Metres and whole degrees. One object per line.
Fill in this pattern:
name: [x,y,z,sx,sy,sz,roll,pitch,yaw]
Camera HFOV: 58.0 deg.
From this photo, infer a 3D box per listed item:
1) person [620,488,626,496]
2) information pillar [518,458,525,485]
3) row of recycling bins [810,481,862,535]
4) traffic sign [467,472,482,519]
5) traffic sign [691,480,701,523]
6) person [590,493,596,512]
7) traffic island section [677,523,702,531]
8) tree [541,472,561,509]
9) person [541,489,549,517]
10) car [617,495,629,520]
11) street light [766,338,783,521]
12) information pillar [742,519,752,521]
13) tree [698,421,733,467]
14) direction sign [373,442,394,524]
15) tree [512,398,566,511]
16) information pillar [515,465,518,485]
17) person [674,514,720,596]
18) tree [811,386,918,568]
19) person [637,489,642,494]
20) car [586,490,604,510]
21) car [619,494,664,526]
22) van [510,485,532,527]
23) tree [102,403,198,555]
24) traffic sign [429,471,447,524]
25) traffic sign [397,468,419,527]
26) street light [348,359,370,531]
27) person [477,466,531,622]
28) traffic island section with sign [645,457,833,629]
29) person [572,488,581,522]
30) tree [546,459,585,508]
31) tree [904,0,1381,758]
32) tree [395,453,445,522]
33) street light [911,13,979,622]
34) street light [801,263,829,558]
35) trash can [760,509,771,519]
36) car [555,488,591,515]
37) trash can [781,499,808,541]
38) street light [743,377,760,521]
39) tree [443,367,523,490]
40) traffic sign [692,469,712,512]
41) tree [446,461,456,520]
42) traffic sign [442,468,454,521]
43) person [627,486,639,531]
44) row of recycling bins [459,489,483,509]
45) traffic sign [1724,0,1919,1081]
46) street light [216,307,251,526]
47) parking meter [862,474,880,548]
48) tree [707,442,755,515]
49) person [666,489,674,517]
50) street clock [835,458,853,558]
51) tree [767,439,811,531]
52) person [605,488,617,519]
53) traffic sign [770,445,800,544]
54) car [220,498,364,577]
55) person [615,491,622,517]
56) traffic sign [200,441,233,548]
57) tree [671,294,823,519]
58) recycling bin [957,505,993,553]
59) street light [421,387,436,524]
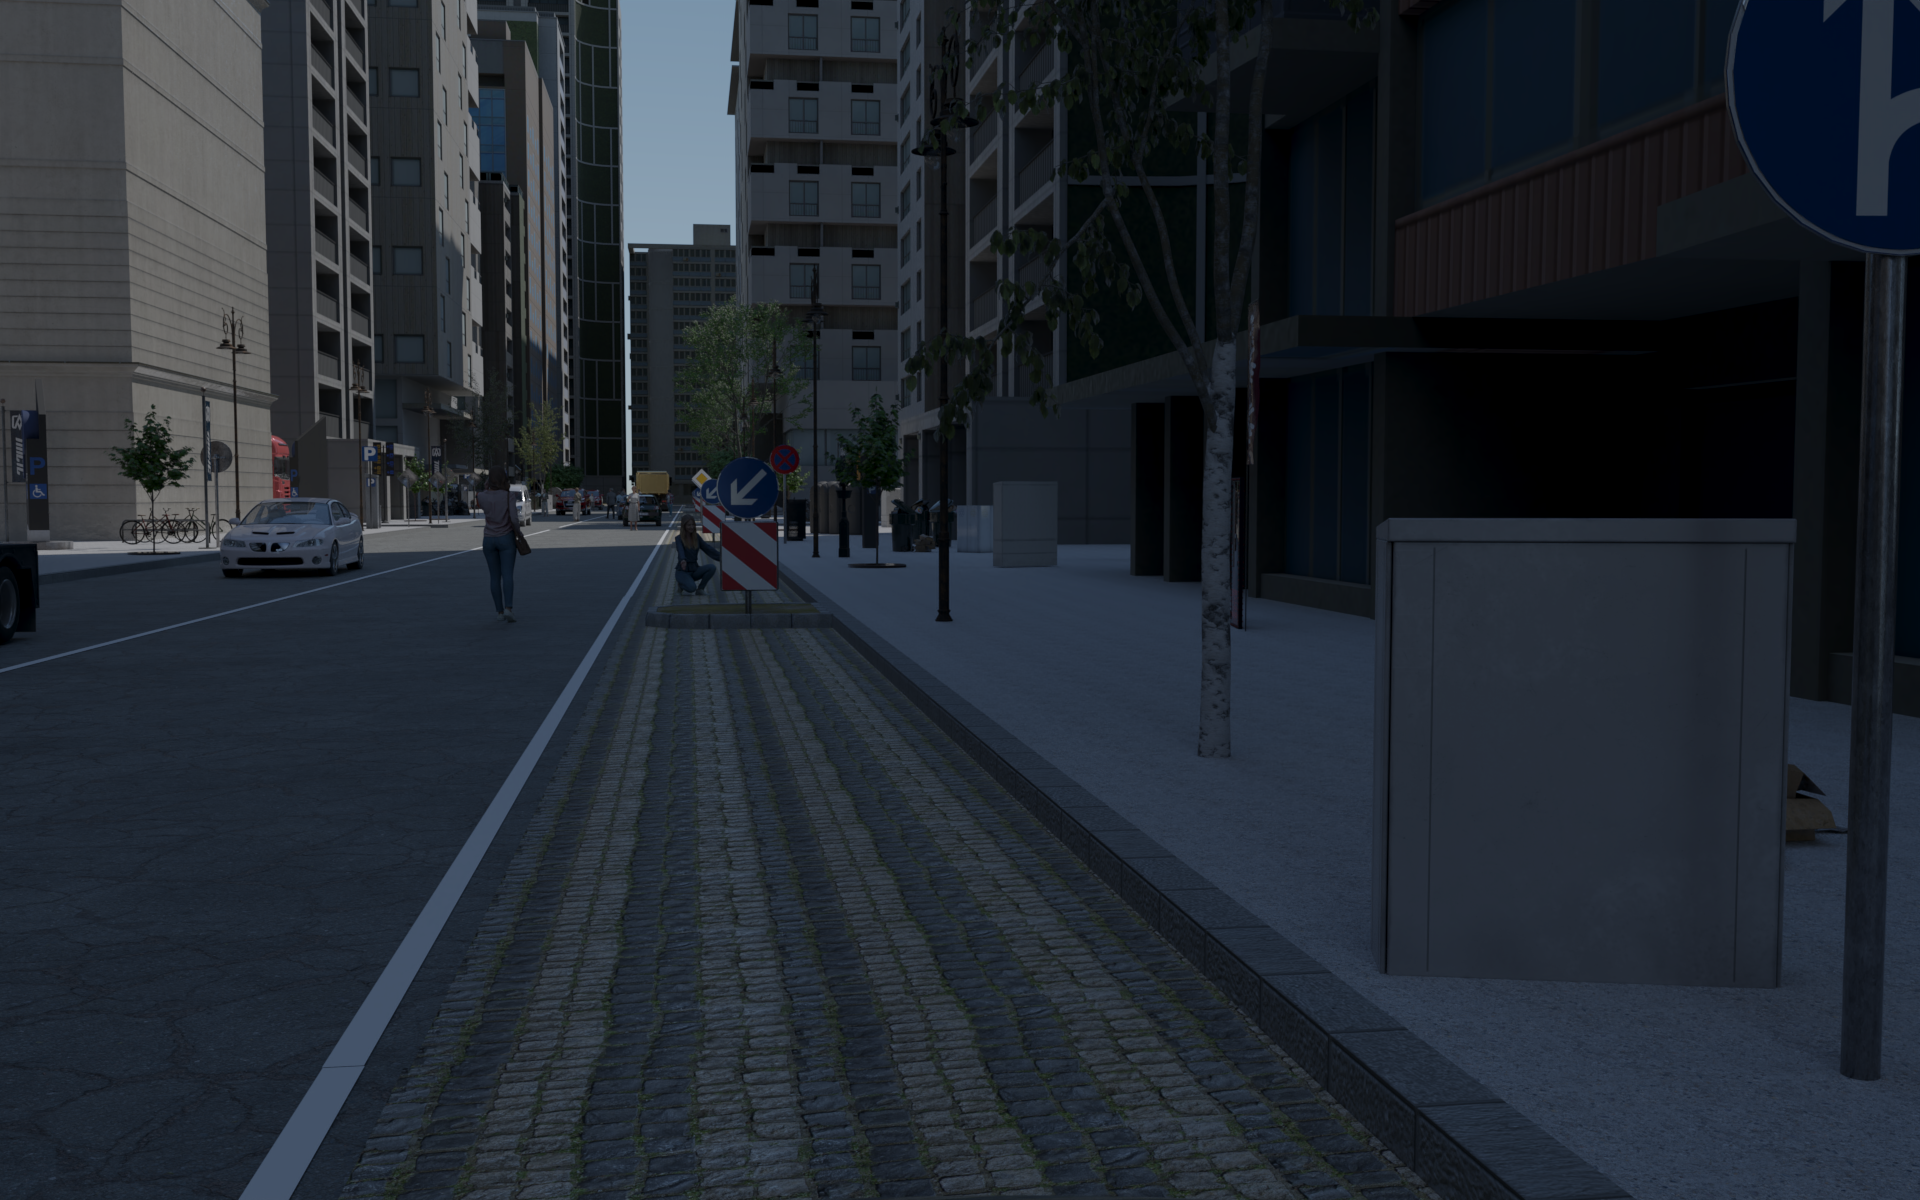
person: [-21.836,-6.358,112.627,0.473,1.802,0.592,1,4,23]
information pillar: [-28.458,-7.435,112.921,0.183,3.616,0.504,0,4,5]
row of recycling bins: [-3.859,-2.960,55.516,1.069,1.692,3.534,-2,4,-28]
traffic sign: [-25.030,-5.392,89.337,0.795,2.450,0.064,0,4,-4]
traffic sign: [-11.438,-4.449,76.380,0.795,2.450,0.064,-1,4,-9]
person: [-30.148,-8.015,142.137,0.523,1.515,0.503,1,4,14]
traffic island section: [-10.183,-2.831,68.571,2.009,0.180,2.903,-1,4,-9]
tree: [-35.802,-9.555,150.826,1.663,3.219,1.824,0,3,0]
person: [-26.446,-6.189,110.236,0.519,1.759,0.362,0,4,7]
car: [-18.263,-5.208,97.146,2.014,1.417,4.499,-1,4,-8]
street light: [-5.490,-4.806,51.359,0.468,5.910,1.993,-1,4,-9]
information pillar: [-8.269,-3.836,67.206,0.304,2.012,0.304,3,4,38]
tree: [-22.964,-13.198,166.141,4.737,8.622,4.395,0,3,0]
direction sign: [-25.103,-5.107,75.499,0.876,3.537,0.379,-1,4,-9]
tree: [-32.115,-11.155,132.746,4.737,8.622,4.395,0,3,0]
information pillar: [-35.669,-9.084,139.878,0.504,3.616,0.183,0,4,7]
person: [-3.638,-0.629,24.286,1.012,1.151,0.738,-3,4,-39]
tree: [-1.367,-2.190,30.405,1.663,3.219,1.824,0,3,0]
person: [-24.642,-7.618,133.169,0.853,1.813,0.709,-3,5,-40]
car: [-33.222,-9.003,155.879,2.281,1.827,5.304,-1,4,-10]
car: [-14.345,-4.178,78.104,2.009,1.686,4.222,-1,4,-10]
van: [-20.064,-4.286,77.086,2.013,2.044,4.112,-1,4,-9]
tree: [-16.999,-2.577,36.739,1.663,3.219,1.824,0,3,0]
traffic sign: [-22.502,-4.345,74.679,0.795,2.450,0.064,-1,4,-9]
traffic sign: [-21.269,-3.862,66.789,0.795,2.450,0.064,-1,4,-9]
street light: [-20.666,-5.314,59.666,0.468,5.910,1.993,-1,4,-9]
person: [-5.159,-0.637,19.508,0.593,1.750,0.643,0,4,3]
traffic island section with sign: [-2.478,-0.647,19.205,1.989,1.847,2.006,-1,4,-9]
person: [-19.837,-4.926,89.589,0.362,1.759,0.519,2,4,31]
tree: [-38.743,-11.484,171.481,4.285,4.588,4.351,0,3,0]
tree: [1.086,-3.550,8.402,4.360,8.622,3.978,0,3,0]
tree: [-25.388,-5.290,81.089,1.663,3.219,1.824,0,3,0]
street light: [-0.161,-2.722,17.297,0.468,5.910,1.993,-1,4,-9]
street light: [-2.915,-3.797,34.868,0.468,5.910,1.993,-1,4,-9]
trash can: [-10.178,-4.823,90.513,0.748,1.137,0.748,0,3,0]
car: [-26.264,-6.670,117.735,2.281,1.827,5.304,0,4,-7]
trash can: [-4.517,-2.185,47.382,0.748,1.137,0.748,0,3,0]
street light: [-8.162,-5.848,68.404,0.468,5.910,1.993,-1,4,-9]
tree: [-27.317,-9.112,99.337,4.360,8.622,3.978,0,3,0]
traffic sign: [-10.205,-3.966,68.490,0.795,2.450,0.064,-1,4,-9]
tree: [-25.736,-5.582,85.875,1.663,3.219,1.824,0,3,0]
traffic sign: [-24.771,-5.102,83.530,0.768,2.556,0.104,0,4,-4]
person: [-12.777,-3.593,67.816,0.480,1.755,0.524,-1,4,-23]
row of recycling bins: [-42.113,-8.541,146.755,3.534,1.692,1.069,0,4,-3]
traffic sign: [1.989,-0.223,3.747,0.768,2.556,0.104,0,4,-2]
street light: [-17.923,-4.286,42.863,0.468,5.910,1.993,-1,4,-9]
parking meter: [-2.107,-2.160,41.035,0.399,1.863,0.255,-1,4,-17]
tree: [-14.256,-7.651,108.815,4.285,4.588,4.351,0,3,0]
person: [-18.266,-6.107,109.186,0.563,1.720,0.643,2,4,31]
street clock: [-2.346,-1.864,35.048,0.358,2.002,0.471,1,4,14]
tree: [-5.908,-4.043,60.700,1.663,3.219,1.824,0,3,0]
person: [-20.225,-5.587,100.253,0.661,1.777,0.834,-3,4,-39]
traffic sign: [-4.522,-2.730,44.734,0.768,2.556,0.104,0,4,-8]
car: [-12.085,-1.174,31.555,2.083,1.381,4.827,-1,4,-10]
person: [-21.165,-5.951,107.607,0.589,1.601,0.330,-3,4,-37]
traffic sign: [-17.794,-2.529,41.462,0.768,2.556,0.104,0,4,-1]
tree: [-11.080,-9.988,89.064,9.928,11.665,9.643,0,3,0]
recycling bin: [0.421,-1.563,38.115,0.722,1.027,0.722,-3,5,-44]
street light: [-22.919,-6.239,74.788,0.468,5.910,1.993,-1,4,-9]
